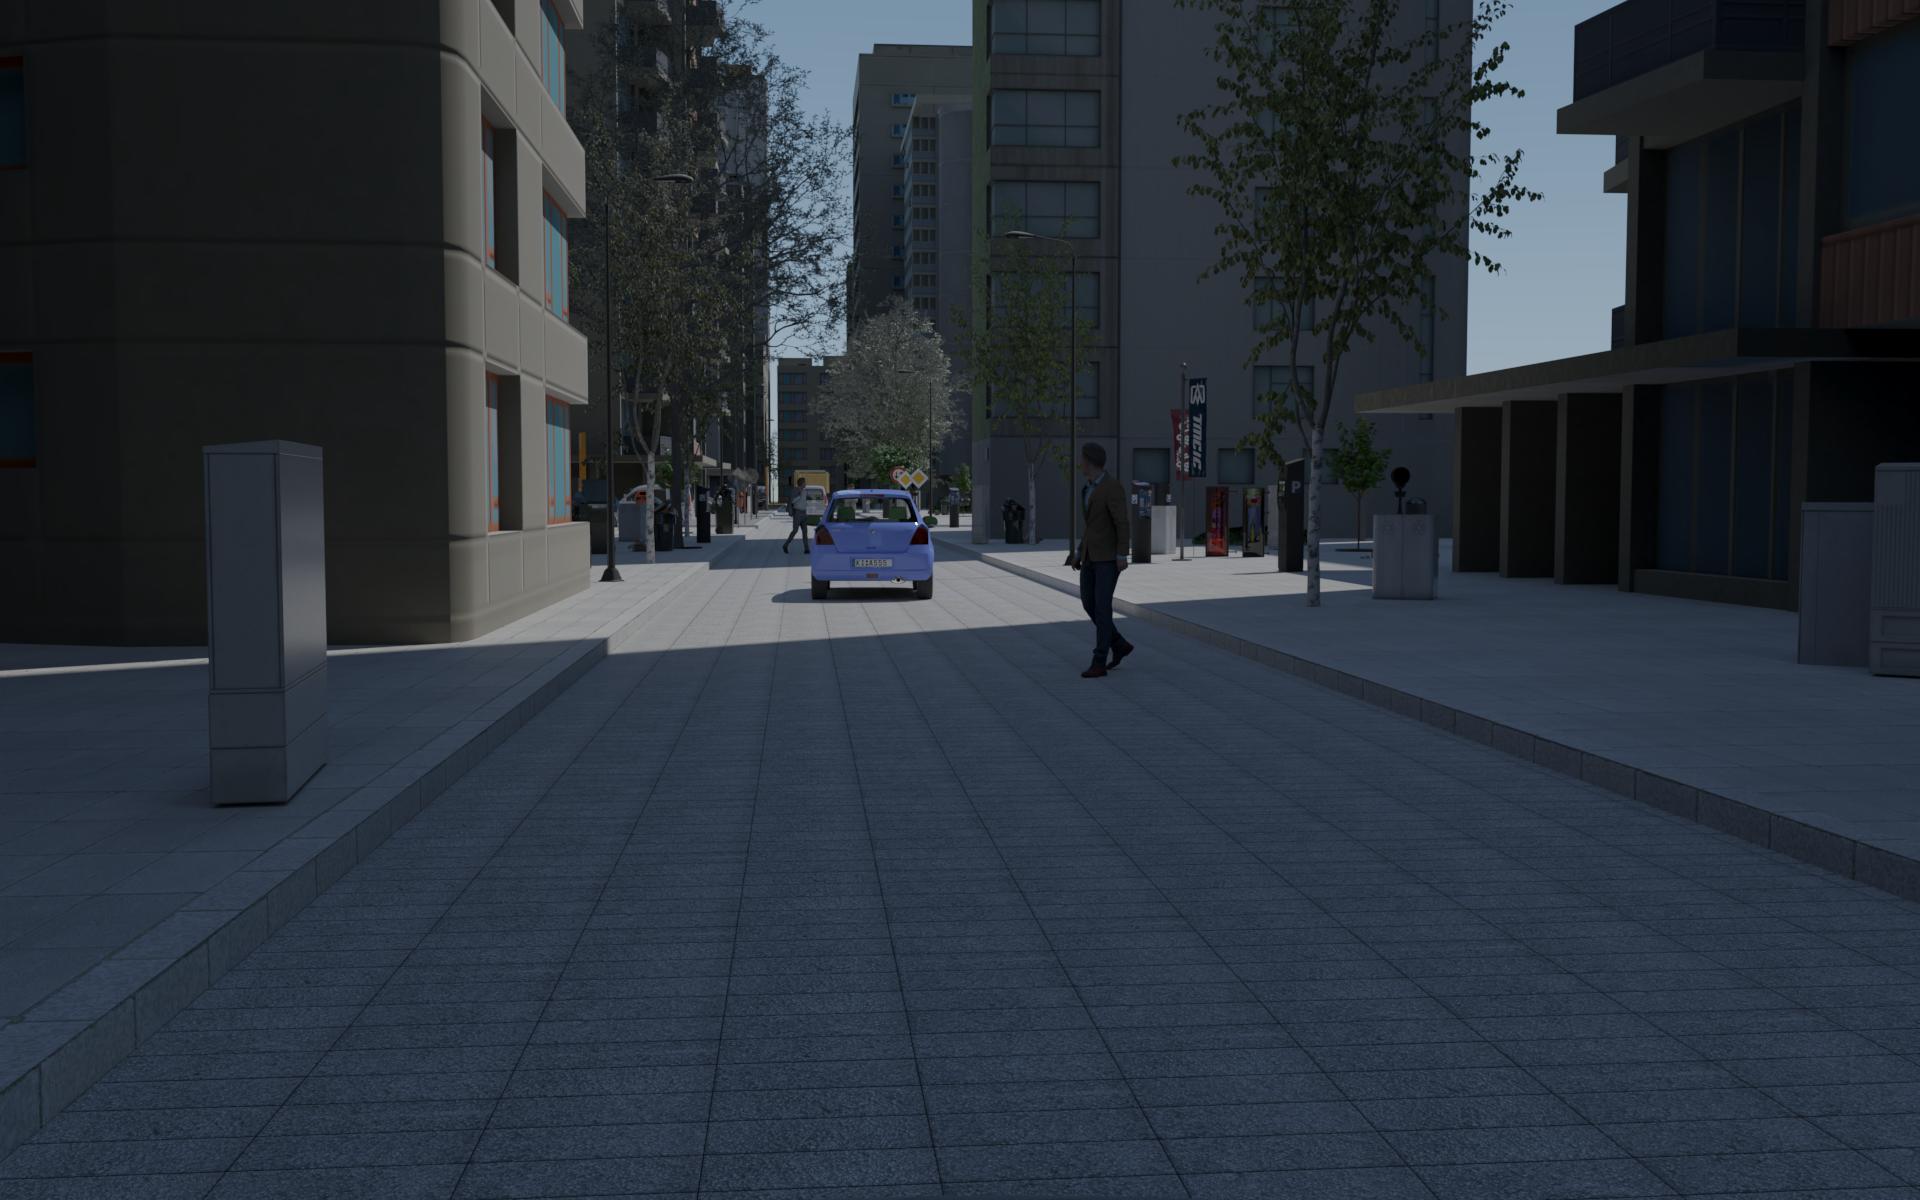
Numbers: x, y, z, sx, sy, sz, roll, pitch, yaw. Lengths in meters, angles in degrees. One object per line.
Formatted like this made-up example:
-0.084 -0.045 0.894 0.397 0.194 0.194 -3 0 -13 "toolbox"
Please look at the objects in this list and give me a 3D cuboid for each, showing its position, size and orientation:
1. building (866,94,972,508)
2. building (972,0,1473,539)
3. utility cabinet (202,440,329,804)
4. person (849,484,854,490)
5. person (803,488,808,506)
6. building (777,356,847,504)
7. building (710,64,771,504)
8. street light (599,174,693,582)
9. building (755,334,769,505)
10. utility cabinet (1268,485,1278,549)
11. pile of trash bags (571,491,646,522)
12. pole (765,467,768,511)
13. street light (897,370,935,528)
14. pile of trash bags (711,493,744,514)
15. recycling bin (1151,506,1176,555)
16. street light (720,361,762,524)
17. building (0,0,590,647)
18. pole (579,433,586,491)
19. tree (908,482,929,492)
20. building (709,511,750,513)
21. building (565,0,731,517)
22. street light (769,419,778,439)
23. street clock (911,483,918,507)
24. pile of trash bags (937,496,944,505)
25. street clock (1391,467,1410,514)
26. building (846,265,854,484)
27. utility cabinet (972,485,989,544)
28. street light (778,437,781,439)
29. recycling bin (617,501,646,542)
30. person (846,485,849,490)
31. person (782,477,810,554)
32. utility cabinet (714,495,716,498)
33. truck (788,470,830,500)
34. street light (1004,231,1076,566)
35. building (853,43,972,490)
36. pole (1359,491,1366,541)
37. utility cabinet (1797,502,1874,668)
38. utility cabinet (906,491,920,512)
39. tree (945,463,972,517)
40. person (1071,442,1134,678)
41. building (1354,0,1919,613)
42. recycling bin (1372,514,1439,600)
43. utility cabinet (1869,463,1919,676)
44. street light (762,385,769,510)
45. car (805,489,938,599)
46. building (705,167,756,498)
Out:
7.457 -28.782 162.462 32.217 40.220 23.993 0 4 -5 "building"
7.208 -22.727 55.177 14.154 41.232 14.086 0 4 -5 "building"
-3.038 0.066 7.603 0.318 1.500 1.173 -1 4 -12 "utility cabinet"
-3.945 -3.304 62.695 0.511 1.800 0.466 -2 4 -28 "person"
-7.420 -4.498 81.411 0.474 1.900 0.648 1 4 10 "person"
-11.413 -24.622 247.616 28.899 21.520 27.650 0 4 -5 "building"
-40.520 -42.698 240.118 28.212 58.520 21.231 0 4 -5 "building"
-4.577 -3.226 25.283 1.470 5.913 1.316 0 4 -5 "street light"
-37.860 -22.221 208.348 28.899 21.520 27.650 0 4 -5 "building"
7.391 -1.900 39.740 0.318 1.500 1.173 -1 4 -9 "utility cabinet"
-11.305 -2.715 54.136 3.447 1.369 1.912 -1 4 -11 "pile of trash bags"
-14.705 -8.432 131.703 0.158 3.312 0.155 0 3 0 "pole"
-1.641 -5.654 64.984 1.470 5.913 1.316 0 4 -5 "street light"
-15.408 -6.179 110.786 3.447 1.369 1.912 1 4 16 "pile of trash bags"
4.176 -1.500 37.079 0.722 1.027 0.722 2 4 27 "recycling bin"
-7.717 -5.348 59.978 1.470 5.913 1.316 0 4 -5 "street light"
-17.493 -9.930 7.397 27.650 21.520 28.899 0 4 -5 "building"
-12.551 -3.901 57.626 0.158 3.312 0.155 0 3 0 "pole"
-3.680 -9.292 146.531 1.663 3.219 1.824 0 3 0 "tree"
-31.479 -26.461 124.516 32.217 40.220 23.993 0 4 -5 "building"
-23.368 -26.559 88.860 22.147 44.769 28.867 0 4 -5 "building"
-12.186 -8.243 107.317 1.470 5.913 1.316 0 4 -5 "street light"
-2.091 -4.646 80.531 0.358 2.002 0.471 -2 4 -23 "street clock"
-0.853 -8.446 147.846 1.912 1.369 3.447 1 4 16 "pile of trash bags"
11.795 -2.560 46.420 0.471 2.002 0.358 0 4 -3 "street clock"
-7.238 -27.233 216.955 14.160 30.474 14.107 0 4 -5 "building"
0.515 -2.203 44.705 0.318 1.500 1.173 1 4 8 "utility cabinet"
-15.360 -10.366 142.027 1.470 5.913 1.316 0 4 -5 "street light"
-8.787 -2.103 46.940 0.722 1.027 0.722 1 4 15 "recycling bin"
-4.730 -3.946 73.039 0.654 1.822 0.581 -2 4 -27 "person"
-3.878 -2.007 41.418 0.850 1.850 0.679 2 4 24 "person"
-20.285 -8.282 146.579 1.020 1.237 0.306 1 4 15 "utility cabinet"
-12.044 -8.802 139.836 3.469 3.379 9.791 0 4 -7 "truck"
1.479 -3.566 30.850 1.470 5.913 1.316 0 4 -5 "street light"
-0.394 -34.313 184.717 21.300 48.544 21.600 0 4 -5 "building"
10.893 -3.242 46.847 0.158 3.312 0.155 0 3 0 "pole"
6.818 -0.104 12.865 1.020 1.237 0.306 2 4 34 "utility cabinet"
-3.389 -6.996 123.063 1.173 1.500 0.318 2 4 35 "utility cabinet"
0.243 -6.339 98.242 1.663 3.219 1.824 0 3 0 "tree"
1.123 -0.331 13.818 0.656 1.842 0.836 2 4 34 "person"
18.880 -22.086 15.731 22.147 44.769 28.867 0 4 -5 "building"
5.487 -0.535 21.304 0.722 1.027 0.722 1 4 20 "recycling bin"
6.946 -0.198 11.908 1.173 1.500 0.318 2 4 34 "utility cabinet"
-8.957 -6.160 73.257 1.470 5.913 1.316 0 4 -5 "street light"
-1.271 -0.935 24.884 1.945 1.707 3.694 0 4 -3 "car"
-25.601 -23.455 155.198 14.160 30.474 14.107 0 4 -5 "building"
